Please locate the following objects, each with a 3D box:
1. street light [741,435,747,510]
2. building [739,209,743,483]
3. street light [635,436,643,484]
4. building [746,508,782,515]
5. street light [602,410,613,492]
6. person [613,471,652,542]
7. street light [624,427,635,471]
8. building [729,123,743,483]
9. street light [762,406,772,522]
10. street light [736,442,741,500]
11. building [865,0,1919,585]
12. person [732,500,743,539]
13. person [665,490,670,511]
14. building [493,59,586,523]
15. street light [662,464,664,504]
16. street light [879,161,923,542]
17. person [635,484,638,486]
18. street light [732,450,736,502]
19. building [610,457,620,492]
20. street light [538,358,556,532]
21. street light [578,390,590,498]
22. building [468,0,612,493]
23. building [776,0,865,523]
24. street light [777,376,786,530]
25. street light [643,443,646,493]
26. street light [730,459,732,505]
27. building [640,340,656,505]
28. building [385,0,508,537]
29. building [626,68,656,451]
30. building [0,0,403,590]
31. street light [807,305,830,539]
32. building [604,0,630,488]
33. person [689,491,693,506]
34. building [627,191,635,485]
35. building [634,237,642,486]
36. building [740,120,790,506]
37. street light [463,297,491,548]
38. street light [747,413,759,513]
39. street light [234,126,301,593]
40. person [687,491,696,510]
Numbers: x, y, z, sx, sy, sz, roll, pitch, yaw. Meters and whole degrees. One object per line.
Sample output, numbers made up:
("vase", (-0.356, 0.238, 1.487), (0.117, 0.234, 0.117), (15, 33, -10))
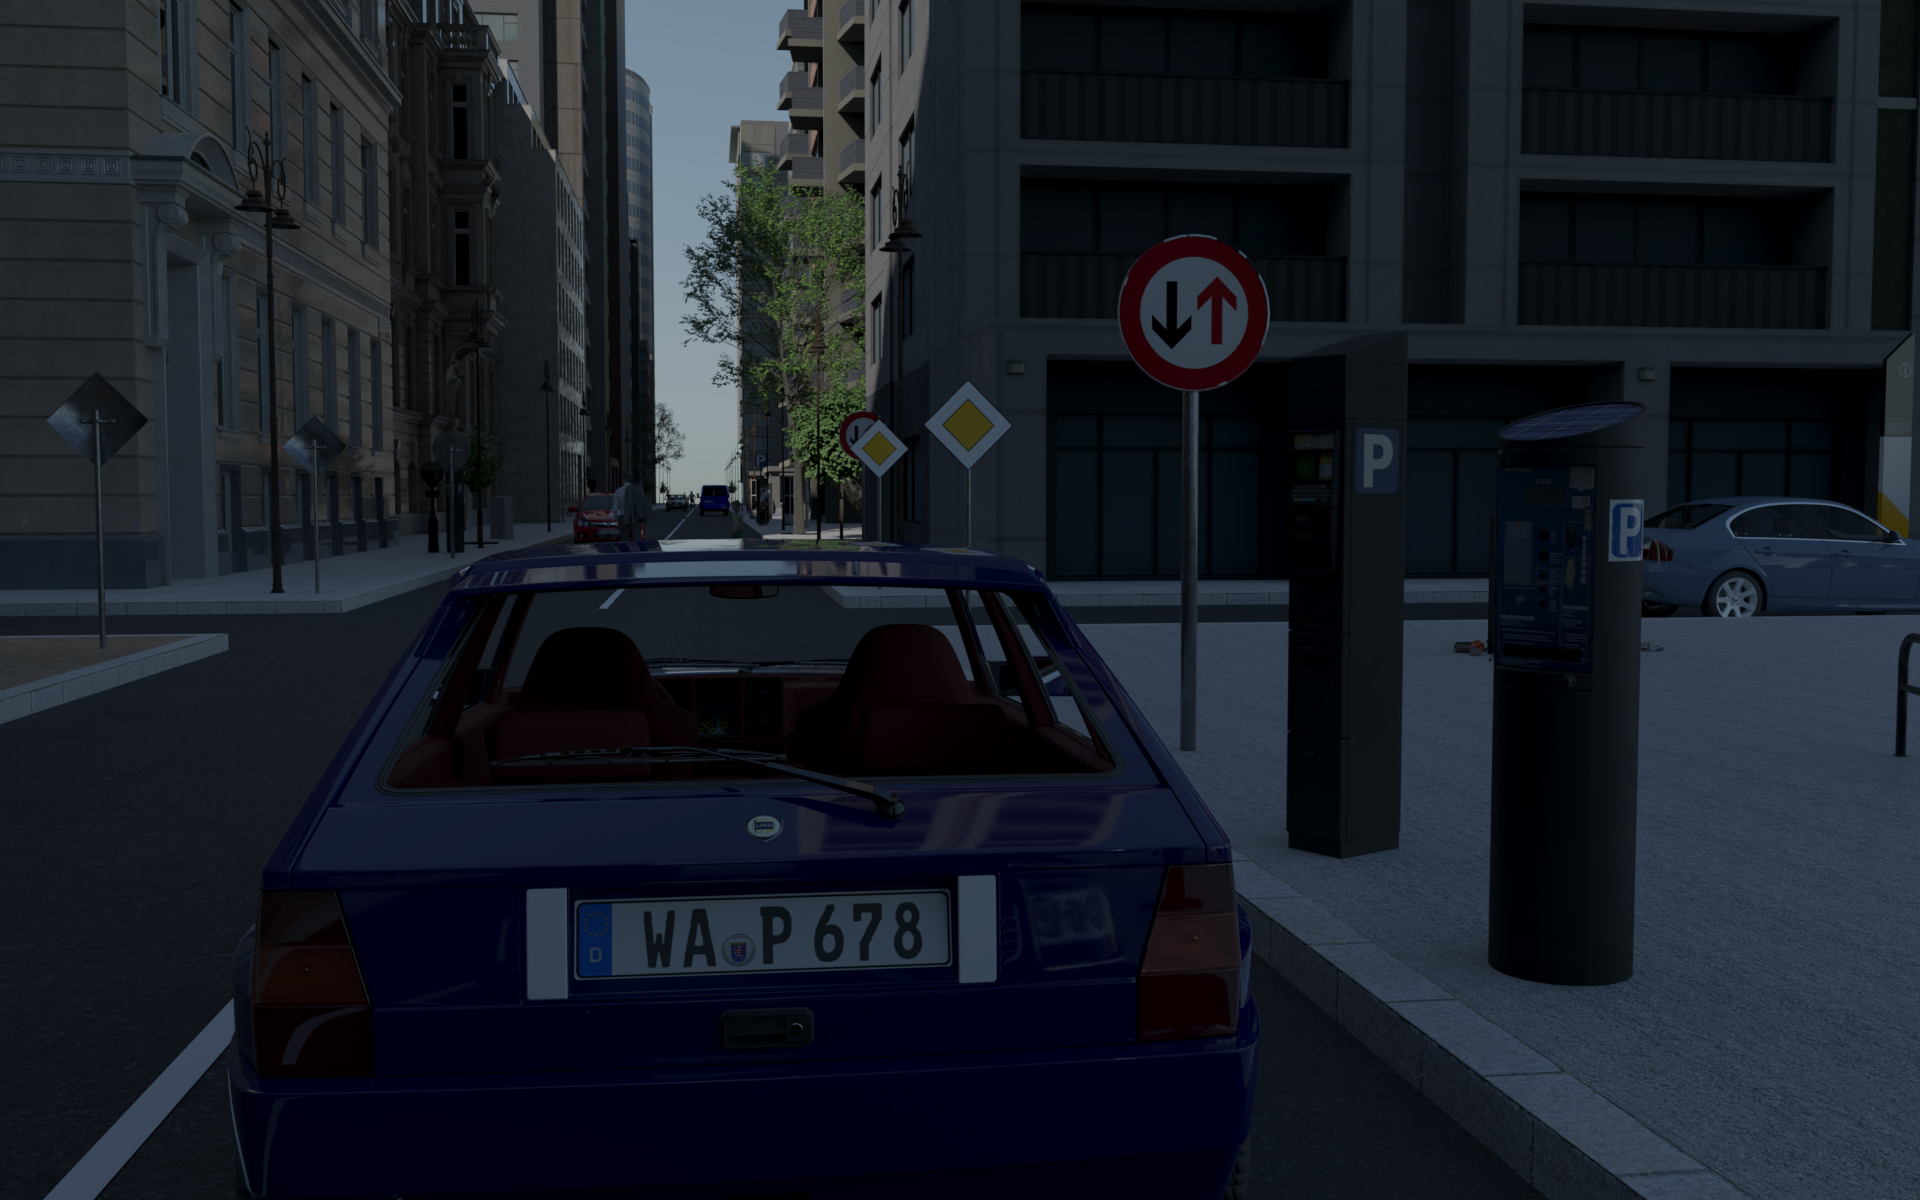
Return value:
("street light", (-14.434, -8.864, 117.714), (0.468, 5.910, 1.993), (-1, 4, -8))
("building", (-16.116, -34.285, 215.177), (22.147, 44.769, 28.867), (-1, 4, -8))
("street light", (-25.107, -9.883, 134.373), (0.468, 5.910, 1.993), (-1, 4, -8))
("building", (-0.776, -27.267, 137.697), (32.217, 40.220, 23.993), (-1, 4, -8))
("street light", (-19.834, -7.662, 98.055), (0.468, 5.910, 1.993), (-1, 4, -8))
("person", (-5.776, -1.340, 30.513), (0.679, 1.850, 0.850), (-1, 4, -16))
("street light", (-22.324, -8.781, 116.353), (0.468, 5.910, 1.993), (-1, 4, -8))
("building", (-17.685, -40.013, 243.451), (28.713, 52.752, 27.495), (-1, 4, -8))
("street light", (-8.806, -6.510, 79.223), (0.468, 5.910, 1.993), (-1, 4, -8))
("street light", (-17.171, -10.003, 136.330), (0.468, 5.910, 1.993), (-1, 4, -8))
("building", (9.138, -36.409, 33.543), (20.611, 71.187, 20.563), (-1, 4, -8))
("person", (-4.809, -1.516, 37.540), (0.306, 1.304, 0.590), (2, 4, 24))
("person", (-24.531, -8.382, 146.068), (0.721, 1.766, 1.217), (2, 4, 27))
("building", (-24.203, -14.042, 84.331), (10.420, 20.320, 16.860), (-1, 4, -8))
("street light", (-34.432, -13.801, 198.432), (0.468, 5.910, 1.993), (-1, 4, -8))
("street light", (-0.840, -3.162, 24.484), (0.468, 5.910, 1.993), (-1, 4, -8))
("person", (-11.575, -3.230, 61.666), (0.721, 1.781, 0.623), (-1, 4, -20))
("street light", (-19.791, -11.106, 154.374), (0.468, 5.910, 1.993), (-1, 4, -8))
("building", (-34.181, -41.550, 117.595), (20.563, 71.187, 20.611), (-1, 4, -8))
("street light", (-14.053, -5.277, 59.068), (0.468, 5.910, 1.993), (-1, 4, -8))
("street light", (-16.718, -6.380, 77.105), (0.468, 5.910, 1.993), (-1, 4, -8))
("building", (-28.281, -25.581, 101.849), (14.154, 41.232, 14.086), (-1, 4, -8))
("building", (2.470, -26.247, 83.769), (22.147, 44.769, 28.867), (-1, 4, -8))
("street light", (-6.254, -5.406, 61.170), (0.468, 5.910, 1.993), (-1, 4, -8))
("street light", (-27.923, -11.041, 153.300), (0.468, 5.910, 1.993), (-1, 4, -8))
("street light", (-22.448, -12.247, 173.029), (0.468, 5.910, 1.993), (-1, 4, -8))
("building", (-50.836, -22.136, 206.962), (27.650, 21.520, 28.899), (-1, 4, -8))
("building", (-22.961, -14.635, 58.364), (14.460, 24.649, 34.723), (-1, 4, -8))
("building", (-52.567, -42.388, 235.040), (21.231, 58.520, 28.212), (-1, 4, -8))
("building", (-18.540, -15.004, 31.225), (13.634, 28.700, 20.117), (-1, 4, -8))
("street light", (-3.478, -4.265, 42.525), (0.468, 5.910, 1.993), (-1, 4, -8))
("building", (-33.456, -29.721, 136.046), (14.600, 45.320, 14.200), (-1, 4, -8))
("person", (-33.222, -12.556, 213.884), (0.705, 1.812, 1.348), (-3, 5, -40))
("building", (-36.151, -23.187, 150.801), (14.160, 30.474, 14.107), (-1, 4, -8))
("building", (-41.749, -25.359, 186.320), (14.160, 30.474, 14.107), (-1, 4, -8))
("building", (-17.369, -31.183, 193.441), (14.154, 41.232, 14.086), (-1, 4, -8))
("street light", (-11.362, -4.165, 40.884), (0.468, 5.910, 1.993), (-1, 4, -8))
("street light", (-11.810, -7.747, 99.447), (0.468, 5.910, 1.993), (-1, 4, -8))
("street light", (-8.852, -3.027, 22.287), (0.468, 5.910, 1.993), (-1, 4, -8))
("person", (-23.453, -8.703, 151.739), (0.756, 1.711, 0.436), (1, 4, 16))
